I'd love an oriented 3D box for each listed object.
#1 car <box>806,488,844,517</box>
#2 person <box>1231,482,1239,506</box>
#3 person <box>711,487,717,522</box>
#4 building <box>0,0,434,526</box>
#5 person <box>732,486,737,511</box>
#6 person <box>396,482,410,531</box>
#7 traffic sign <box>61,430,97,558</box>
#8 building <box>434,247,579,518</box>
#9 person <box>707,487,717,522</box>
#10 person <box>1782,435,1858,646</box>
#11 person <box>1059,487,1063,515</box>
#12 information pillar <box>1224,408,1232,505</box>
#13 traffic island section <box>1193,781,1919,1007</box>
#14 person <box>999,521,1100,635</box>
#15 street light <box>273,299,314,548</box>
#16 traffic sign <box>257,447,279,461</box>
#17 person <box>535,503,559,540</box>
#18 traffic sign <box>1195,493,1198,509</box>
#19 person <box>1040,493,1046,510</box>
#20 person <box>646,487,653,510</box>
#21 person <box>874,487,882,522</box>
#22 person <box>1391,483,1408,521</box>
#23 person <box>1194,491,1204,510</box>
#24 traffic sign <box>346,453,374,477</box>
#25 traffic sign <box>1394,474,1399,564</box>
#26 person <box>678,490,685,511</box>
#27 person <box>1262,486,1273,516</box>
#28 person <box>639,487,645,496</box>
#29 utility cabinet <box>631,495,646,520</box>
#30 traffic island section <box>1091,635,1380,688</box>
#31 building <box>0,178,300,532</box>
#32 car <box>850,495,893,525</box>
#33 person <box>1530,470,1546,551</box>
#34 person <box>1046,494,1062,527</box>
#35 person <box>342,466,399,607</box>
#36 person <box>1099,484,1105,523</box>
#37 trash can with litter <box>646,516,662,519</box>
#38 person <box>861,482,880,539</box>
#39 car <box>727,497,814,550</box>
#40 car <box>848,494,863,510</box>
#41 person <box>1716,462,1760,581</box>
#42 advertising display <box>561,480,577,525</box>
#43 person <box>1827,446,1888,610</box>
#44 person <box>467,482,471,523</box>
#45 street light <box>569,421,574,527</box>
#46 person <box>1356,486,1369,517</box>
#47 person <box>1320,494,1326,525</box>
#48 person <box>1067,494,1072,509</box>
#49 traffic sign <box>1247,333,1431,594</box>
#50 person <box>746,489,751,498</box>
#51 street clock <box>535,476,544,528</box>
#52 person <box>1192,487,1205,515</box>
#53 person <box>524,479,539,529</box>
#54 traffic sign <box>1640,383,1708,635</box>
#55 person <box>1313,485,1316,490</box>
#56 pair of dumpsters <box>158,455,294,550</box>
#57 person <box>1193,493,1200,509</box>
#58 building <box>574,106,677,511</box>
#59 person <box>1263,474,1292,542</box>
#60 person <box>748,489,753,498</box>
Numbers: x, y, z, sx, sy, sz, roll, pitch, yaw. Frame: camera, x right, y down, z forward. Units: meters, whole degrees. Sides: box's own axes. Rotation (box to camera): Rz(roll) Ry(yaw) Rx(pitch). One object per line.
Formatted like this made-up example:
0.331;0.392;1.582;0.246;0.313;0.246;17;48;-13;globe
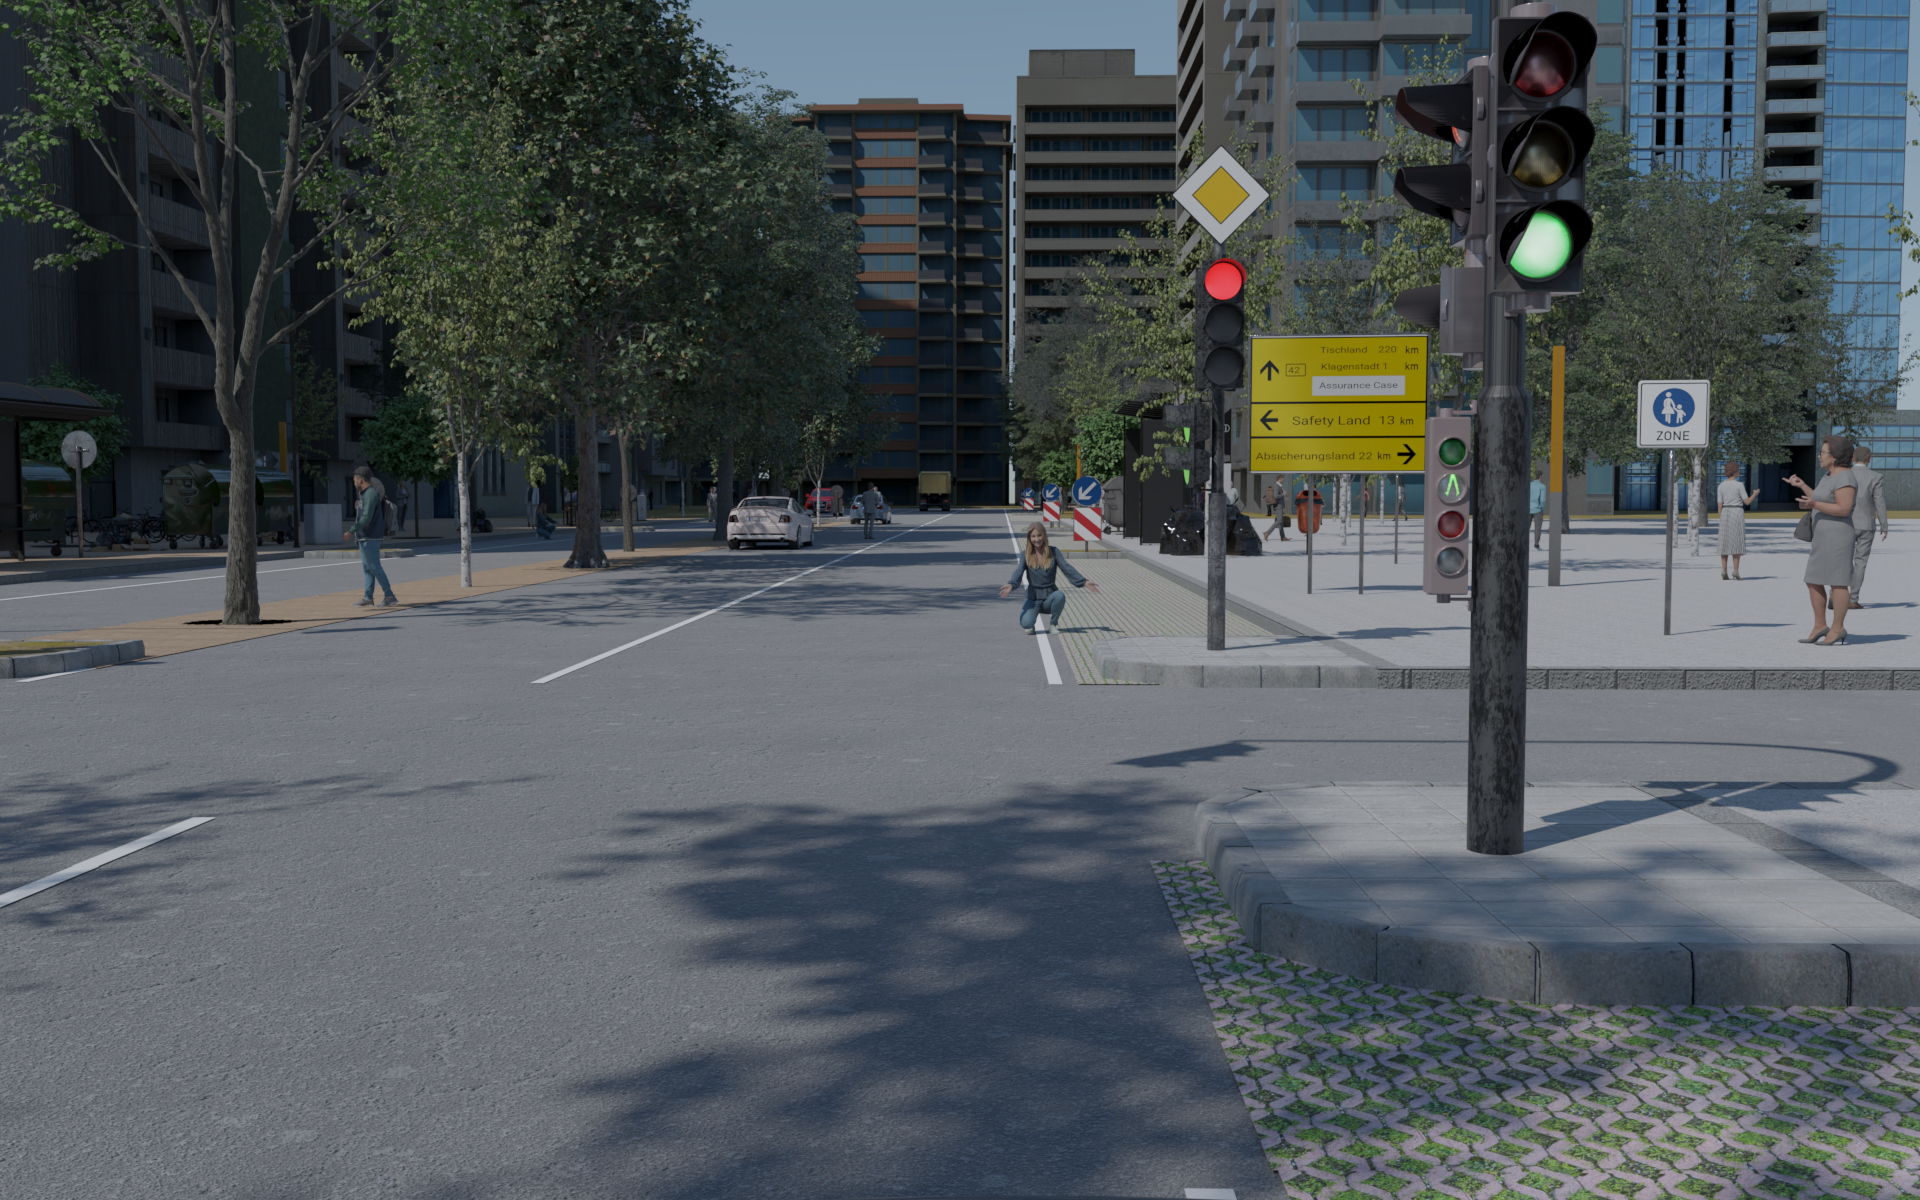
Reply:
-8.588;-6.212;110.240;2.281;1.827;5.304;0;4;2;car
10.209;-3.622;65.748;0.782;1.767;0.515;1;4;13;person
-12.527;-4.888;88.605;0.526;1.800;0.537;-1;4;-19;person
-34.597;-19.017;82.630;14.160;30.474;14.107;0;4;1;building
-15.777;-6.980;119.793;0.705;1.869;1.348;2;4;28;person
-19.186;-3.276;59.781;0.537;1.800;0.526;-3;5;-44;person
-17.666;-2.118;34.733;0.768;2.556;0.104;0;4;7;traffic sign
-36.123;-48.402;104.036;22.319;86.520;31.000;0;4;1;building
-12.501;-4.822;87.613;0.678;1.792;0.850;0;4;7;person
7.299;-0.510;14.745;0.532;1.782;0.716;0;4;8;person
6.254;-6.173;107.913;0.436;1.711;0.756;1;4;13;person
7.150;-3.412;47.141;0.504;3.616;0.183;1;4;10;information pillar
1.943;0.980;6.266;2.009;0.180;2.903;0;4;1;traffic island section
0.922;-0.225;17.677;1.012;1.151;0.738;0;4;4;person
-15.859;-4.186;41.225;0.468;5.910;1.993;0;4;1;street light
-19.212;-2.947;47.914;0.795;2.593;0.064;1;4;9;traffic sign
-13.004;-2.489;54.700;0.738;1.151;1.012;1;4;18;person
6.564;-2.933;48.058;0.768;2.556;0.104;0;4;5;traffic sign
6.848;-8.346;142.943;0.568;1.767;0.683;3;5;42;person
-24.924;-8.159;139.466;0.705;1.821;1.348;-2;4;-31;person
-4.301;-4.931;89.243;0.709;1.813;0.853;1;4;20;person
20.778;-4.625;81.762;0.679;1.850;0.850;-3;5;-45;person
12.997;-5.328;94.079;0.541;1.710;0.530;1;4;23;person
-18.459;-3.258;53.276;0.884;2.594;0.081;0;4;2;traffic sign
7.998;-1.809;31.708;0.606;2.300;0.079;0;4;2;traffic sign
-20.634;-7.375;128.101;0.593;1.643;0.415;1;4;13;person
17.696;-5.667;99.522;0.721;1.723;1.217;3;5;42;person
-21.978;-6.907;119.647;0.621;1.740;0.551;0;4;3;person
-15.920;-4.544;85.458;0.306;1.237;1.020;2;4;32;utility cabinet
2.128;0.491;14.249;2.009;0.180;2.903;0;4;1;traffic island section
-33.134;-17.665;60.524;14.160;30.474;14.107;0;4;1;building
-4.256;-4.330;82.797;2.014;1.417;4.499;0;4;2;car
12.828;-2.006;38.854;0.620;1.820;0.660;-3;5;-42;person
3.680;-3.600;67.460;0.635;1.810;0.391;0;4;1;person
-7.486;-0.802;21.953;0.721;1.781;0.623;-2;4;-28;person
6.328;-4.227;75.720;0.524;1.755;0.480;2;4;26;person
-16.346;-4.727;88.350;2.233;1.210;1.678;-1;4;-10;trash can with litter
-2.841;-2.843;55.183;0.606;1.804;0.583;0;4;6;person
-5.016;-2.068;46.170;2.083;1.381;4.827;0;4;2;car
-8.646;-8.523;151.155;2.131;1.459;4.920;0;4;1;car
11.556;-1.172;25.773;0.524;1.755;0.480;-3;4;-36;person
-16.286;-4.100;72.255;0.123;1.923;0.974;1;4;22;advertising display
9.969;-0.803;19.293;0.709;1.813;0.853;3;5;40;person
-21.110;-4.174;74.498;0.699;1.804;1.509;-1;4;-14;person
-15.218;-5.804;67.684;0.468;5.910;1.993;0;4;1;street light
22.295;-5.452;95.895;0.721;1.743;1.217;-1;4;-22;person
14.795;-3.723;71.179;0.475;1.303;0.640;1;4;20;person
9.432;-8.683;151.206;0.799;1.438;0.628;1;4;23;person
4.808;-1.725;22.082;2.265;3.308;0.079;0;4;8;traffic sign
-18.543;-8.956;152.918;0.683;1.767;0.568;-1;4;-19;person
-16.166;-3.776;66.314;0.471;2.002;0.358;1;4;17;street clock
13.729;-5.620;97.890;0.705;1.831;1.348;-3;5;-42;person
-15.828;-3.552;64.005;0.514;1.842;0.818;-1;4;-17;person
6.426;-0.828;15.670;0.606;2.300;0.079;1;4;10;traffic sign
20.324;-5.711;99.400;0.705;1.826;1.348;3;5;41;person
-17.725;-2.414;41.966;1.574;2.255;4.437;0;4;1;pair of dumpsters
15.749;-6.655;115.301;0.683;1.767;0.568;-2;4;-23;person
-31.957;-28.400;147.941;14.086;41.232;14.154;0;4;1;building
8.588;-2.499;46.858;0.822;1.834;0.622;0;3;0;person
-10.109;-4.566;84.157;0.512;1.701;0.522;0;4;5;person
